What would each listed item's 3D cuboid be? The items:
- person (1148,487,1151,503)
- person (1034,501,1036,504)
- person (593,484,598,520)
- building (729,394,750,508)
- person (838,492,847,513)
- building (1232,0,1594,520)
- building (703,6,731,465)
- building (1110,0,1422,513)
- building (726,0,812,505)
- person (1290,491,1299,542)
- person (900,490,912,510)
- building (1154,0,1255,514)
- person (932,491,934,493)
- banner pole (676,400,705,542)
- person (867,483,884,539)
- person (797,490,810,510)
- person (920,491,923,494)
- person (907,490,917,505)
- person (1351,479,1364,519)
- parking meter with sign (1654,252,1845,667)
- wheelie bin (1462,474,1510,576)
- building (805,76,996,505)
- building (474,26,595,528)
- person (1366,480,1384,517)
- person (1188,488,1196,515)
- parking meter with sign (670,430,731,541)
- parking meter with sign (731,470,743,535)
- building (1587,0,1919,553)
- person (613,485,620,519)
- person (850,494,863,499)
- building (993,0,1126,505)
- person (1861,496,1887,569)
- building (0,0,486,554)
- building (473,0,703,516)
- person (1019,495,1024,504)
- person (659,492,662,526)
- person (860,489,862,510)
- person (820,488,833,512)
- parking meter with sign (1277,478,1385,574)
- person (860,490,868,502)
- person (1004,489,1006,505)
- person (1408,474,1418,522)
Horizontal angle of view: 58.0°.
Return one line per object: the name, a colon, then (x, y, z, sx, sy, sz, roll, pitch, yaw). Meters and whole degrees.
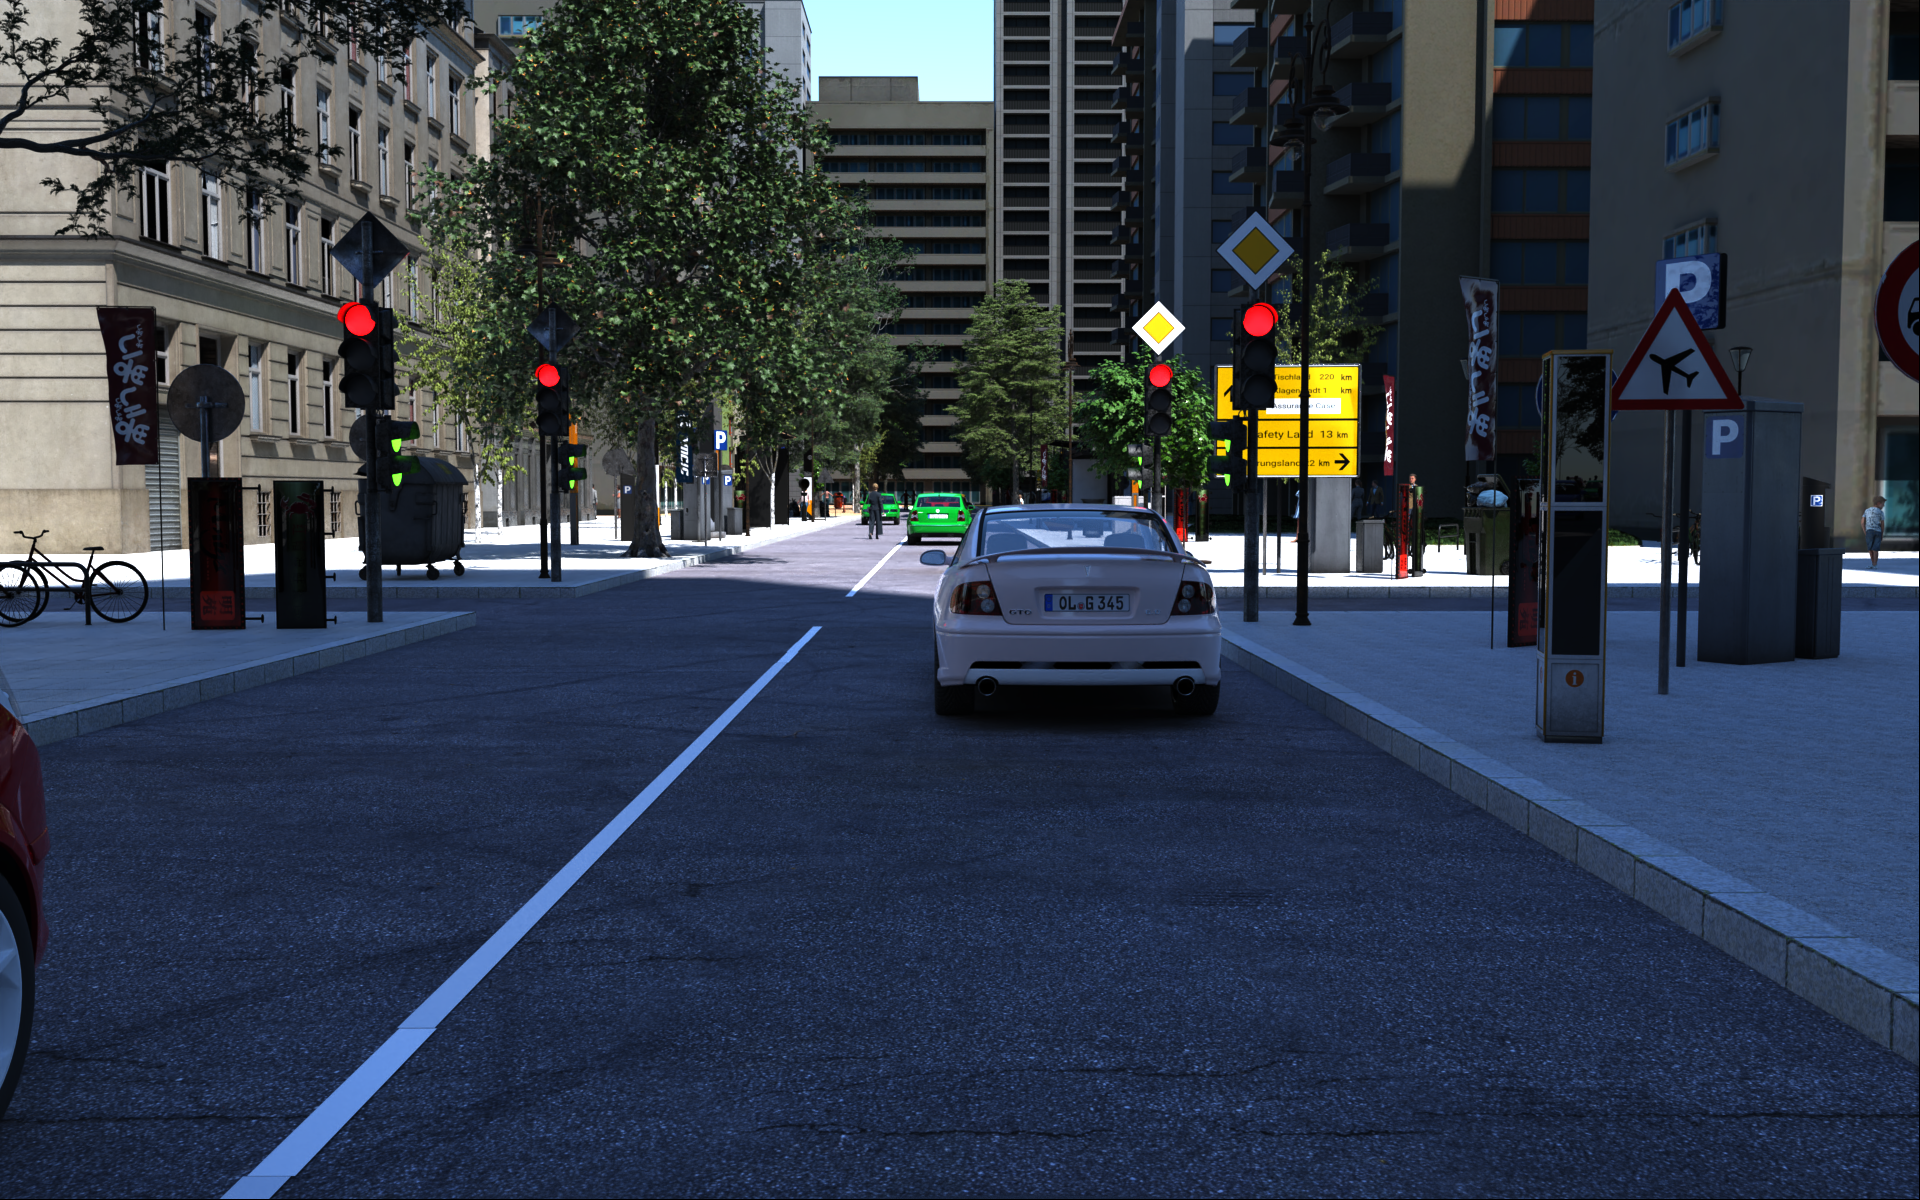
person: (7.545, -3.784, 67.926, 0.660, 1.820, 0.620, -1, 4, -11)
person: (4.518, -5.418, 100.133, 0.738, 1.151, 1.012, -3, 5, -42)
person: (-18.409, -4.912, 86.622, 0.678, 1.792, 0.850, 1, 4, 10)
building: (-32.657, -18.765, 151.849, 28.899, 21.520, 27.650, 0, 4, 0)
person: (-8.115, -6.744, 119.542, 0.697, 1.427, 0.421, -2, 4, -31)
building: (25.299, -26.360, 85.612, 22.147, 44.769, 28.867, 0, 4, 0)
building: (-25.232, -27.305, 130.038, 14.154, 41.232, 14.086, 0, 4, 0)
building: (24.636, -30.324, 150.426, 22.147, 44.769, 28.867, 0, 4, 0)
building: (-31.679, -40.491, 204.032, 28.212, 58.520, 21.231, 0, 4, 0)
person: (9.079, -2.415, 45.625, 0.778, 1.811, 0.616, 0, 3, 0)
person: (-4.782, -8.899, 153.967, 1.348, 1.831, 0.705, 2, 4, 32)
building: (24.223, -35.382, 120.487, 21.231, 58.520, 28.212, 0, 4, 0)
person: (-2.084, -7.462, 131.965, 0.415, 1.643, 0.593, 0, 4, 7)
banner pole: (-7.142, -3.415, 45.855, 0.863, 3.779, 0.401, -2, 4, -30)
person: (-2.674, -2.813, 54.911, 0.576, 1.772, 0.534, 0, 4, 2)
person: (-7.401, -4.626, 82.355, 0.731, 1.740, 0.598, 1, 4, 14)
person: (-3.441, -9.416, 162.897, 0.568, 1.767, 0.683, 2, 4, 30)
person: (-3.851, -8.119, 141.961, 1.217, 1.735, 0.721, -3, 5, -41)
person: (13.684, -3.288, 60.069, 0.520, 1.790, 0.573, -2, 4, -34)
parking meter with sign: (6.065, -1.037, 13.208, 1.738, 3.016, 0.543, -2, 4, -31)
wheelie bin: (8.382, -1.194, 27.434, 0.693, 1.594, 0.980, -1, 4, -14)
building: (-6.775, -35.546, 204.884, 21.600, 48.544, 21.300, 0, 4, 0)
building: (-22.377, -13.779, 74.440, 9.793, 20.994, 18.267, 0, 4, 0)
person: (16.231, -3.779, 67.746, 0.656, 1.842, 0.836, 1, 4, 9)
person: (11.051, -4.757, 83.805, 0.794, 1.824, 0.713, 0, 4, -6)
parking meter with sign: (-7.253, -3.150, 47.759, 1.738, 3.016, 0.543, 2, 4, 33)
parking meter with sign: (-7.563, -3.575, 54.706, 1.738, 3.016, 0.543, 3, 5, 41)
building: (29.487, -25.889, 46.981, 21.600, 48.544, 21.300, 0, 4, 0)
person: (-17.944, -5.162, 90.793, 0.532, 1.782, 0.716, 0, 4, -6)
person: (-8.562, -8.309, 142.039, 1.348, 1.807, 0.705, 3, 4, 38)
building: (14.334, -46.806, 203.532, 20.611, 71.187, 20.563, 0, 4, 0)
person: (15.625, -1.156, 29.633, 0.352, 1.250, 0.332, -1, 4, -20)
building: (-25.127, -13.270, 50.247, 16.112, 22.955, 30.059, 0, 4, 0)
building: (-28.770, -29.852, 111.783, 21.300, 48.544, 21.600, 0, 4, 0)
person: (3.098, -4.727, 88.014, 0.352, 1.250, 0.332, 3, 5, 40)
person: (-12.370, -3.912, 69.777, 0.755, 1.850, 0.659, 1, 4, 19)
person: (-8.161, -8.067, 138.767, 0.721, 1.723, 1.217, 1, 4, 21)
person: (-9.472, -7.131, 123.337, 1.217, 1.736, 0.721, 1, 4, 10)
parking meter with sign: (5.983, -1.946, 28.081, 1.738, 3.016, 0.543, 0, 4, -7)
person: (-8.412, -8.964, 153.332, 1.217, 1.735, 0.721, -2, 4, -26)
person: (4.301, -10.035, 170.842, 0.721, 1.735, 1.217, -2, 4, -24)
person: (12.306, -2.543, 47.525, 0.836, 1.842, 0.656, 2, 4, 28)
